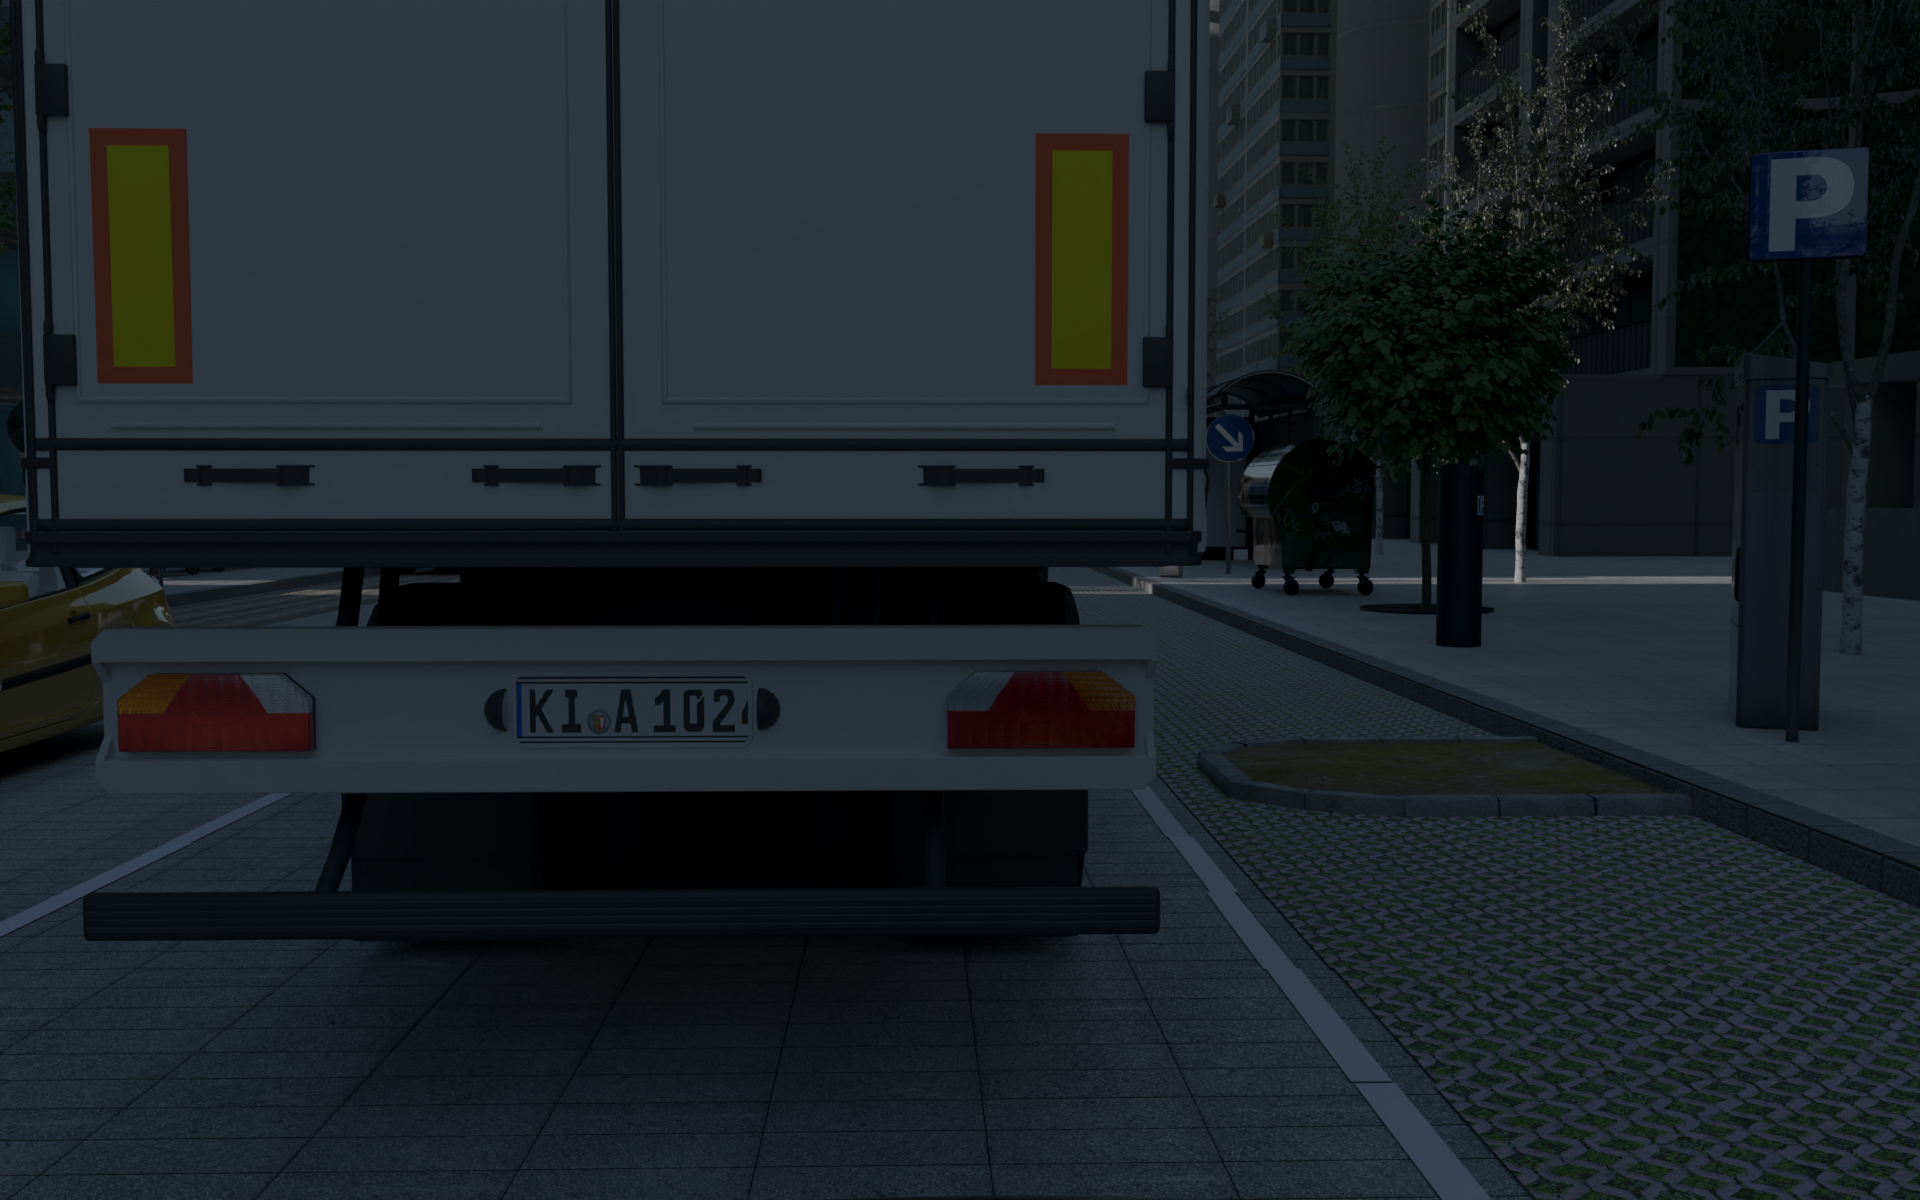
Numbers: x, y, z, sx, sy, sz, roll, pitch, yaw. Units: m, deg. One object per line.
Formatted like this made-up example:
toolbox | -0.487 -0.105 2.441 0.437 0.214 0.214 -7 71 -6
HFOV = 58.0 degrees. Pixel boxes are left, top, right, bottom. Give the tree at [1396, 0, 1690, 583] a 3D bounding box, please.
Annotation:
tree | 8.209 -4.573 25.133 4.360 8.622 3.978 0 3 0

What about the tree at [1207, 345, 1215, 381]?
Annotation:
tree | 3.850 -7.085 50.255 7.601 10.594 8.767 0 4 -2

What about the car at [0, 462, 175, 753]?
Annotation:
car | -5.517 0.085 8.842 2.015 1.641 3.980 0 4 -3

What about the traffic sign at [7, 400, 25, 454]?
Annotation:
traffic sign | -12.285 -1.400 22.993 0.768 2.556 0.104 0 4 5

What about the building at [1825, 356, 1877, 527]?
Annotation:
building | 26.474 -24.268 88.655 23.993 40.220 32.217 0 4 -2

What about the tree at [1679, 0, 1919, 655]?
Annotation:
tree | 7.187 -3.883 13.856 4.360 8.622 3.978 0 3 0

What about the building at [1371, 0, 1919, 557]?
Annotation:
building | 22.227 -36.695 38.211 20.563 71.187 20.611 0 4 -2

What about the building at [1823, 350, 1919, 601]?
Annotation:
building | 27.674 -19.888 17.049 32.217 40.220 23.993 0 4 -2

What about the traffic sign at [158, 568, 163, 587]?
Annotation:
traffic sign | -10.832 -1.302 23.421 0.606 2.300 0.079 0 4 -1

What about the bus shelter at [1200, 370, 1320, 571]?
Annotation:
bus shelter | 5.003 -2.273 31.080 2.014 3.302 5.546 0 4 -2

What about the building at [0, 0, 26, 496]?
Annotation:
building | -33.497 -28.612 87.423 23.786 49.044 30.456 0 4 -2

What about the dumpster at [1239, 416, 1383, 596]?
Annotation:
dumpster | 4.567 -1.231 22.615 1.502 2.255 1.985 0 4 -2

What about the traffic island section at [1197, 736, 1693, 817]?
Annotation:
traffic island section | 2.231 0.871 8.632 1.991 0.108 1.994 0 4 -2

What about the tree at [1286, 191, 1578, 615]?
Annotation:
tree | 5.201 -2.161 19.046 4.285 4.588 4.351 0 3 0

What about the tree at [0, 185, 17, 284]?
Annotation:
tree | -16.305 -4.589 25.396 4.737 8.622 4.395 0 3 0

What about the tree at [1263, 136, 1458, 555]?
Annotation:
tree | 8.828 -5.228 35.839 4.737 8.622 4.395 0 3 0

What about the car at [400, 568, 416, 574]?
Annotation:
car | -9.180 -1.187 31.991 1.945 1.354 3.894 0 4 -2

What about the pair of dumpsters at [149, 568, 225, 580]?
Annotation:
pair of dumpsters | -12.643 -1.552 27.871 1.574 2.255 4.437 0 4 -2

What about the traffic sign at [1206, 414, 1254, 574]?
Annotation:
traffic sign | 4.304 -1.688 27.704 0.768 2.556 0.104 0 4 7

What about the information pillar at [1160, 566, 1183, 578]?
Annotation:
information pillar | 3.249 -1.350 26.561 0.304 2.012 0.304 1 4 19

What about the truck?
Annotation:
truck | -0.849 -1.232 9.059 2.839 4.237 11.283 0 4 -2

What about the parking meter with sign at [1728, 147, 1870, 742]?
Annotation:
parking meter with sign | 4.594 -0.819 9.658 0.543 3.016 1.738 1 4 20

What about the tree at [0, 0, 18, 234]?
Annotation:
tree | -11.841 -5.620 17.644 9.928 11.665 9.643 0 3 0

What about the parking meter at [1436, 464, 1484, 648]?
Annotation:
parking meter | 4.217 -0.379 14.607 0.372 1.533 0.369 0 3 0

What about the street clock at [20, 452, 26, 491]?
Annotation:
street clock | -13.695 -1.295 25.742 0.358 2.002 0.471 0 4 7

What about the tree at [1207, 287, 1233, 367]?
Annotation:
tree | 4.034 -5.569 41.416 4.360 8.622 3.978 0 3 0
